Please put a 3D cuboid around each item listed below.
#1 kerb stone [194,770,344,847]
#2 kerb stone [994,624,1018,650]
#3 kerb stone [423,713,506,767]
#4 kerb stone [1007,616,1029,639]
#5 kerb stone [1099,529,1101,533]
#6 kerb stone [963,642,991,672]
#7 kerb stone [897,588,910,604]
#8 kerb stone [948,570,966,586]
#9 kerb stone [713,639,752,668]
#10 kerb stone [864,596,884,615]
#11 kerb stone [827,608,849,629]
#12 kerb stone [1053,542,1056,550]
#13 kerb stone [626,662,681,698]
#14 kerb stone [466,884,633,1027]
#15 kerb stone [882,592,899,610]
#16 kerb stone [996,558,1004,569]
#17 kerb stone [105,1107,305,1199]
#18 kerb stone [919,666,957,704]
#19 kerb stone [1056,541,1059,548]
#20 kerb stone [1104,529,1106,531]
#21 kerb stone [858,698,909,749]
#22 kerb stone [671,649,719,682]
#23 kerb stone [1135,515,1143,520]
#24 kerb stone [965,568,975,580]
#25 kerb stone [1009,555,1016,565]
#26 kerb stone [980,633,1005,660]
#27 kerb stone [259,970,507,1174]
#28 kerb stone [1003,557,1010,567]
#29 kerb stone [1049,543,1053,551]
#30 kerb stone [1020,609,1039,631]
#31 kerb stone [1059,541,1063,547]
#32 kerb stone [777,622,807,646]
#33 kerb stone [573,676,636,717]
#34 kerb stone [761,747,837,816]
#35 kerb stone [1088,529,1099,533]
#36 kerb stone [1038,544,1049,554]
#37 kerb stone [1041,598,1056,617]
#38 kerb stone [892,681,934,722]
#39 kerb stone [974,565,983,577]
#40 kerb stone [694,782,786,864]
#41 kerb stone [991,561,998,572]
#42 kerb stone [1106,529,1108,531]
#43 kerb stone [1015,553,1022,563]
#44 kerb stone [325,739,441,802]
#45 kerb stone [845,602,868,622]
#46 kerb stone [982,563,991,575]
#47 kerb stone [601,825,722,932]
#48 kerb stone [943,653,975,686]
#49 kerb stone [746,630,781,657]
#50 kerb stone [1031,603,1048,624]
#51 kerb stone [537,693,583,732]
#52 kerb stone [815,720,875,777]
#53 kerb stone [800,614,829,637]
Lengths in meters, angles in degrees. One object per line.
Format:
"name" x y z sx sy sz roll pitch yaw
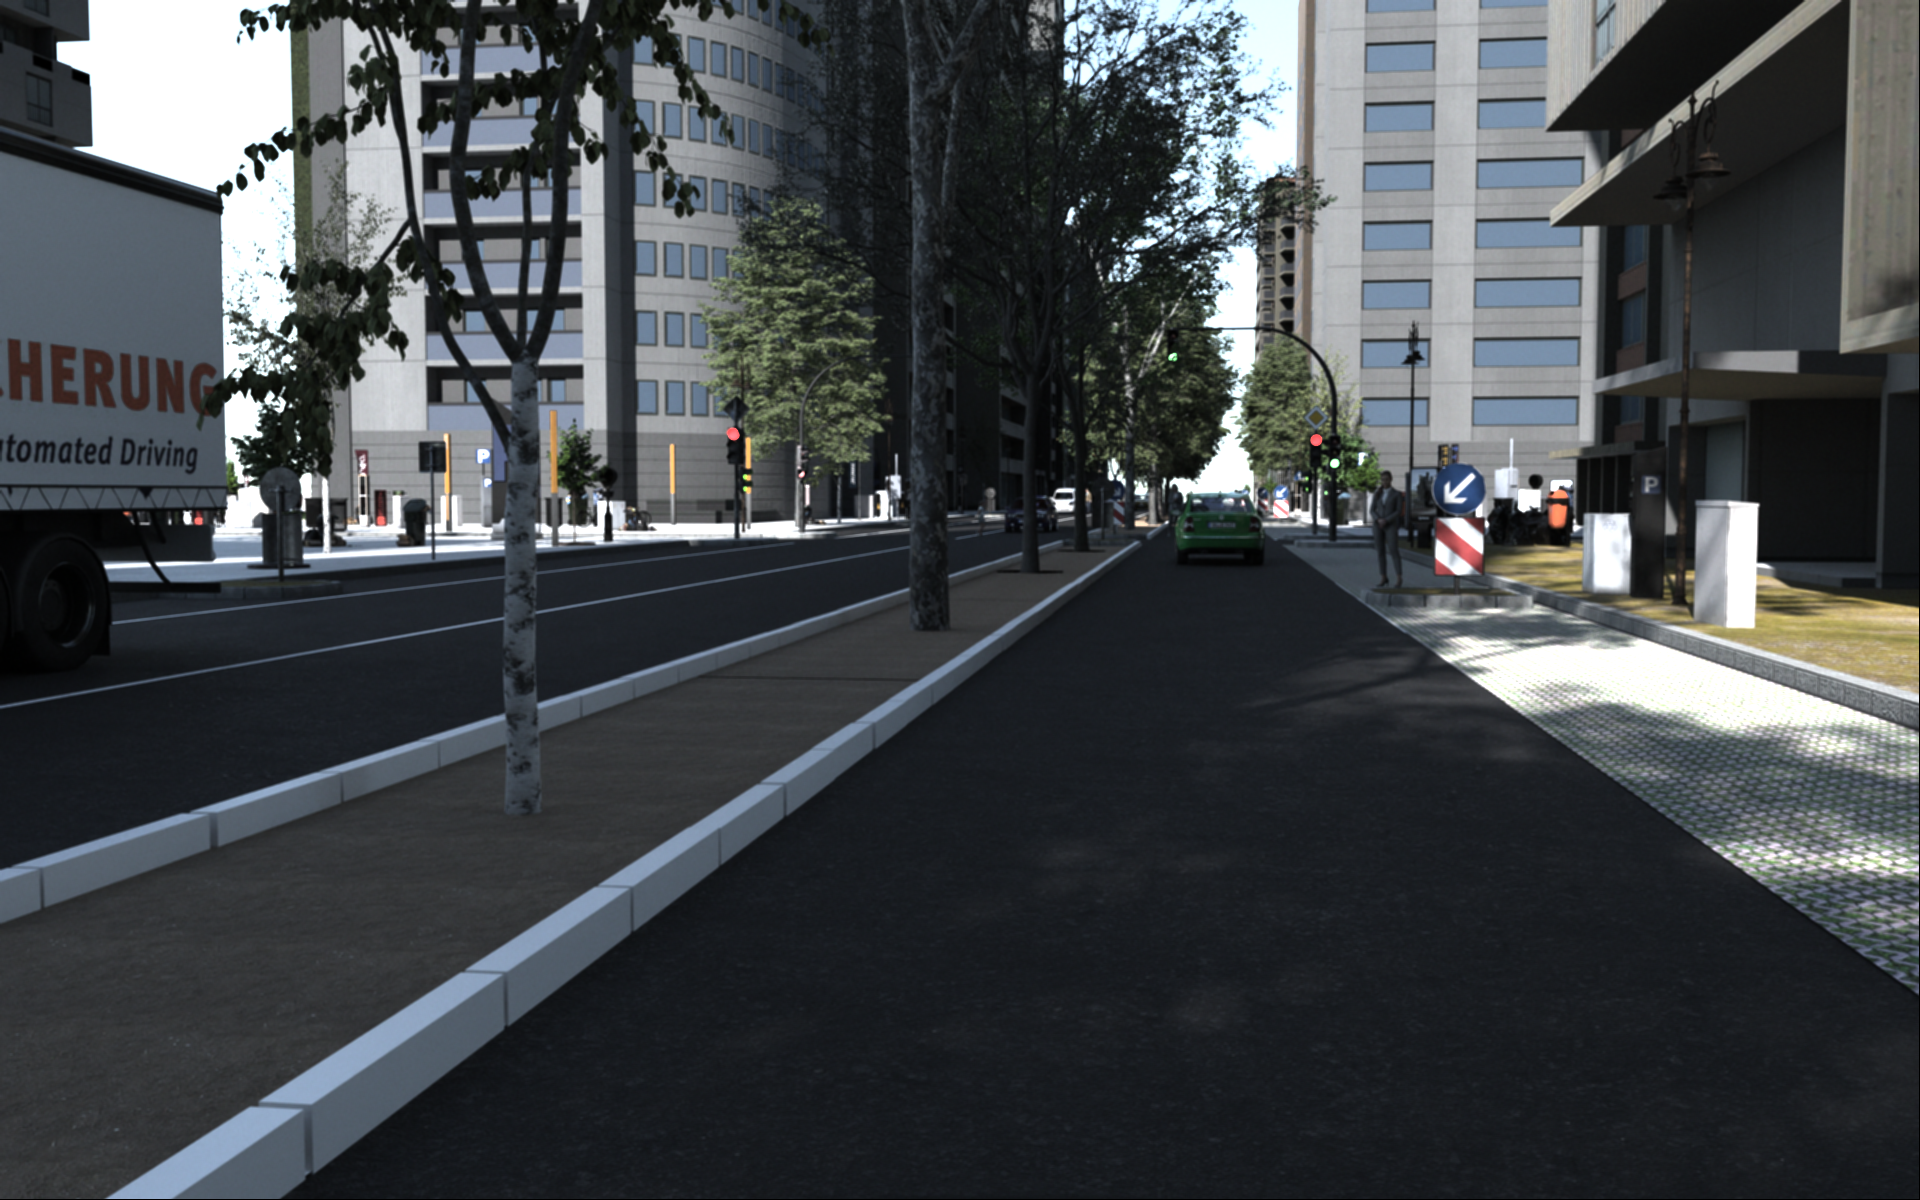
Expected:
"kerb stone" -2.979 0.900 7.482 0.120 0.150 1.000 1 4 8
"kerb stone" 0.411 0.360 16.312 0.120 0.150 1.000 1 4 8
"kerb stone" -2.696 0.776 9.515 0.120 0.150 1.000 1 4 8
"kerb stone" 0.550 0.298 17.325 0.120 0.150 1.000 1 4 8
"kerb stone" 4.834 -2.420 61.760 0.120 0.150 1.000 1 4 8
"kerb stone" 0.116 0.487 14.285 0.120 0.150 1.000 1 4 8
"kerb stone" -0.789 -0.031 22.701 0.120 0.150 1.000 1 4 8
"kerb stone" -0.066 -0.337 27.776 0.120 0.150 1.000 1 4 8
"kerb stone" -1.962 0.466 14.587 0.120 0.150 1.000 1 4 8
"kerb stone" -1.091 0.093 20.672 0.120 0.150 1.000 1 4 8
"kerb stone" -1.383 0.224 18.637 0.120 0.150 1.000 1 4 8
"kerb stone" 2.282 -1.334 44.016 0.120 0.150 1.000 1 4 8
"kerb stone" -2.254 0.589 12.564 0.120 0.150 1.000 1 4 8
"kerb stone" -1.204 1.042 5.157 0.120 0.150 1.000 1 4 8
"kerb stone" -0.939 0.031 21.690 0.120 0.150 1.000 1 4 8
"kerb stone" 0.674 -0.647 32.861 0.120 0.150 1.000 1 4 8
"kerb stone" -1.498 1.166 3.129 0.120 0.150 1.000 1 4 8
"kerb stone" -0.173 0.609 12.261 0.120 0.150 1.000 1 4 8
"kerb stone" 2.416 -1.389 45.030 0.120 0.150 1.000 1 4 8
"kerb stone" 5.279 -2.600 64.797 0.120 0.150 1.000 1 4 8
"kerb stone" -0.463 0.731 10.237 0.120 0.150 1.000 1 4 8
"kerb stone" -2.108 0.527 13.575 0.120 0.150 1.000 1 4 8
"kerb stone" 10.251 -4.719 99.348 0.120 0.150 1.000 1 4 8
"kerb stone" 0.083 -0.404 28.796 0.120 0.150 1.000 1 4 8
"kerb stone" 0.956 -0.776 34.885 0.120 0.150 1.000 1 4 8
"kerb stone" 0.257 0.427 15.302 0.120 0.150 1.000 1 4 8
"kerb stone" -1.350 1.104 4.145 0.120 0.150 1.000 1 4 8
"kerb stone" 0.821 -0.714 33.872 0.120 0.150 1.000 1 4 8
"kerb stone" 2.134 -1.273 43.004 0.120 0.150 1.000 1 4 8
"kerb stone" 0.699 0.236 18.337 0.120 0.150 1.000 1 4 8
"kerb stone" 2.569 -1.459 46.048 0.120 0.150 1.000 1 4 8
"kerb stone" -1.669 0.348 16.611 0.120 0.150 1.000 1 4 8
"kerb stone" -2.400 0.654 11.550 0.120 0.150 1.000 1 4 8
"kerb stone" -0.759 0.856 8.199 0.120 0.150 1.000 1 4 8
"kerb stone" 4.687 -2.357 60.740 0.120 0.150 1.000 1 4 8
"kerb stone" 1.989 -1.210 41.979 0.120 0.150 1.000 1 4 8
"kerb stone" 0.994 0.112 20.362 0.120 0.150 1.000 1 4 8
"kerb stone" -0.322 0.669 11.249 0.120 0.150 1.000 1 4 8
"kerb stone" 0.229 -0.463 29.807 0.120 0.150 1.000 1 4 8
"kerb stone" -0.911 0.923 7.181 0.120 0.150 1.000 1 4 8
"kerb stone" 0.527 -0.590 31.849 0.120 0.150 1.000 1 4 8
"kerb stone" 5.427 -2.668 65.819 0.120 0.150 1.000 1 4 8
"kerb stone" 1.111 -0.839 35.905 0.120 0.150 1.000 1 4 8
"kerb stone" -2.837 0.839 8.503 0.120 0.150 1.000 1 4 8
"kerb stone" -1.235 0.155 19.655 0.120 0.150 1.000 1 4 8
"kerb stone" 0.384 -0.527 30.828 0.120 0.150 1.000 1 4 8
"kerb stone" -1.057 0.980 6.169 0.120 0.150 1.000 1 4 8
"kerb stone" -0.028 0.550 13.273 0.120 0.150 1.000 1 4 8
"kerb stone" -1.815 0.407 15.599 0.120 0.150 1.000 1 4 8
"kerb stone" 0.852 0.174 19.349 0.120 0.150 1.000 1 4 8
"kerb stone" -2.547 0.714 10.537 0.120 0.150 1.000 1 4 8
"kerb stone" -0.620 0.794 9.212 0.120 0.150 1.000 1 4 8
"kerb stone" -1.529 0.283 17.624 0.120 0.150 1.000 1 4 8
